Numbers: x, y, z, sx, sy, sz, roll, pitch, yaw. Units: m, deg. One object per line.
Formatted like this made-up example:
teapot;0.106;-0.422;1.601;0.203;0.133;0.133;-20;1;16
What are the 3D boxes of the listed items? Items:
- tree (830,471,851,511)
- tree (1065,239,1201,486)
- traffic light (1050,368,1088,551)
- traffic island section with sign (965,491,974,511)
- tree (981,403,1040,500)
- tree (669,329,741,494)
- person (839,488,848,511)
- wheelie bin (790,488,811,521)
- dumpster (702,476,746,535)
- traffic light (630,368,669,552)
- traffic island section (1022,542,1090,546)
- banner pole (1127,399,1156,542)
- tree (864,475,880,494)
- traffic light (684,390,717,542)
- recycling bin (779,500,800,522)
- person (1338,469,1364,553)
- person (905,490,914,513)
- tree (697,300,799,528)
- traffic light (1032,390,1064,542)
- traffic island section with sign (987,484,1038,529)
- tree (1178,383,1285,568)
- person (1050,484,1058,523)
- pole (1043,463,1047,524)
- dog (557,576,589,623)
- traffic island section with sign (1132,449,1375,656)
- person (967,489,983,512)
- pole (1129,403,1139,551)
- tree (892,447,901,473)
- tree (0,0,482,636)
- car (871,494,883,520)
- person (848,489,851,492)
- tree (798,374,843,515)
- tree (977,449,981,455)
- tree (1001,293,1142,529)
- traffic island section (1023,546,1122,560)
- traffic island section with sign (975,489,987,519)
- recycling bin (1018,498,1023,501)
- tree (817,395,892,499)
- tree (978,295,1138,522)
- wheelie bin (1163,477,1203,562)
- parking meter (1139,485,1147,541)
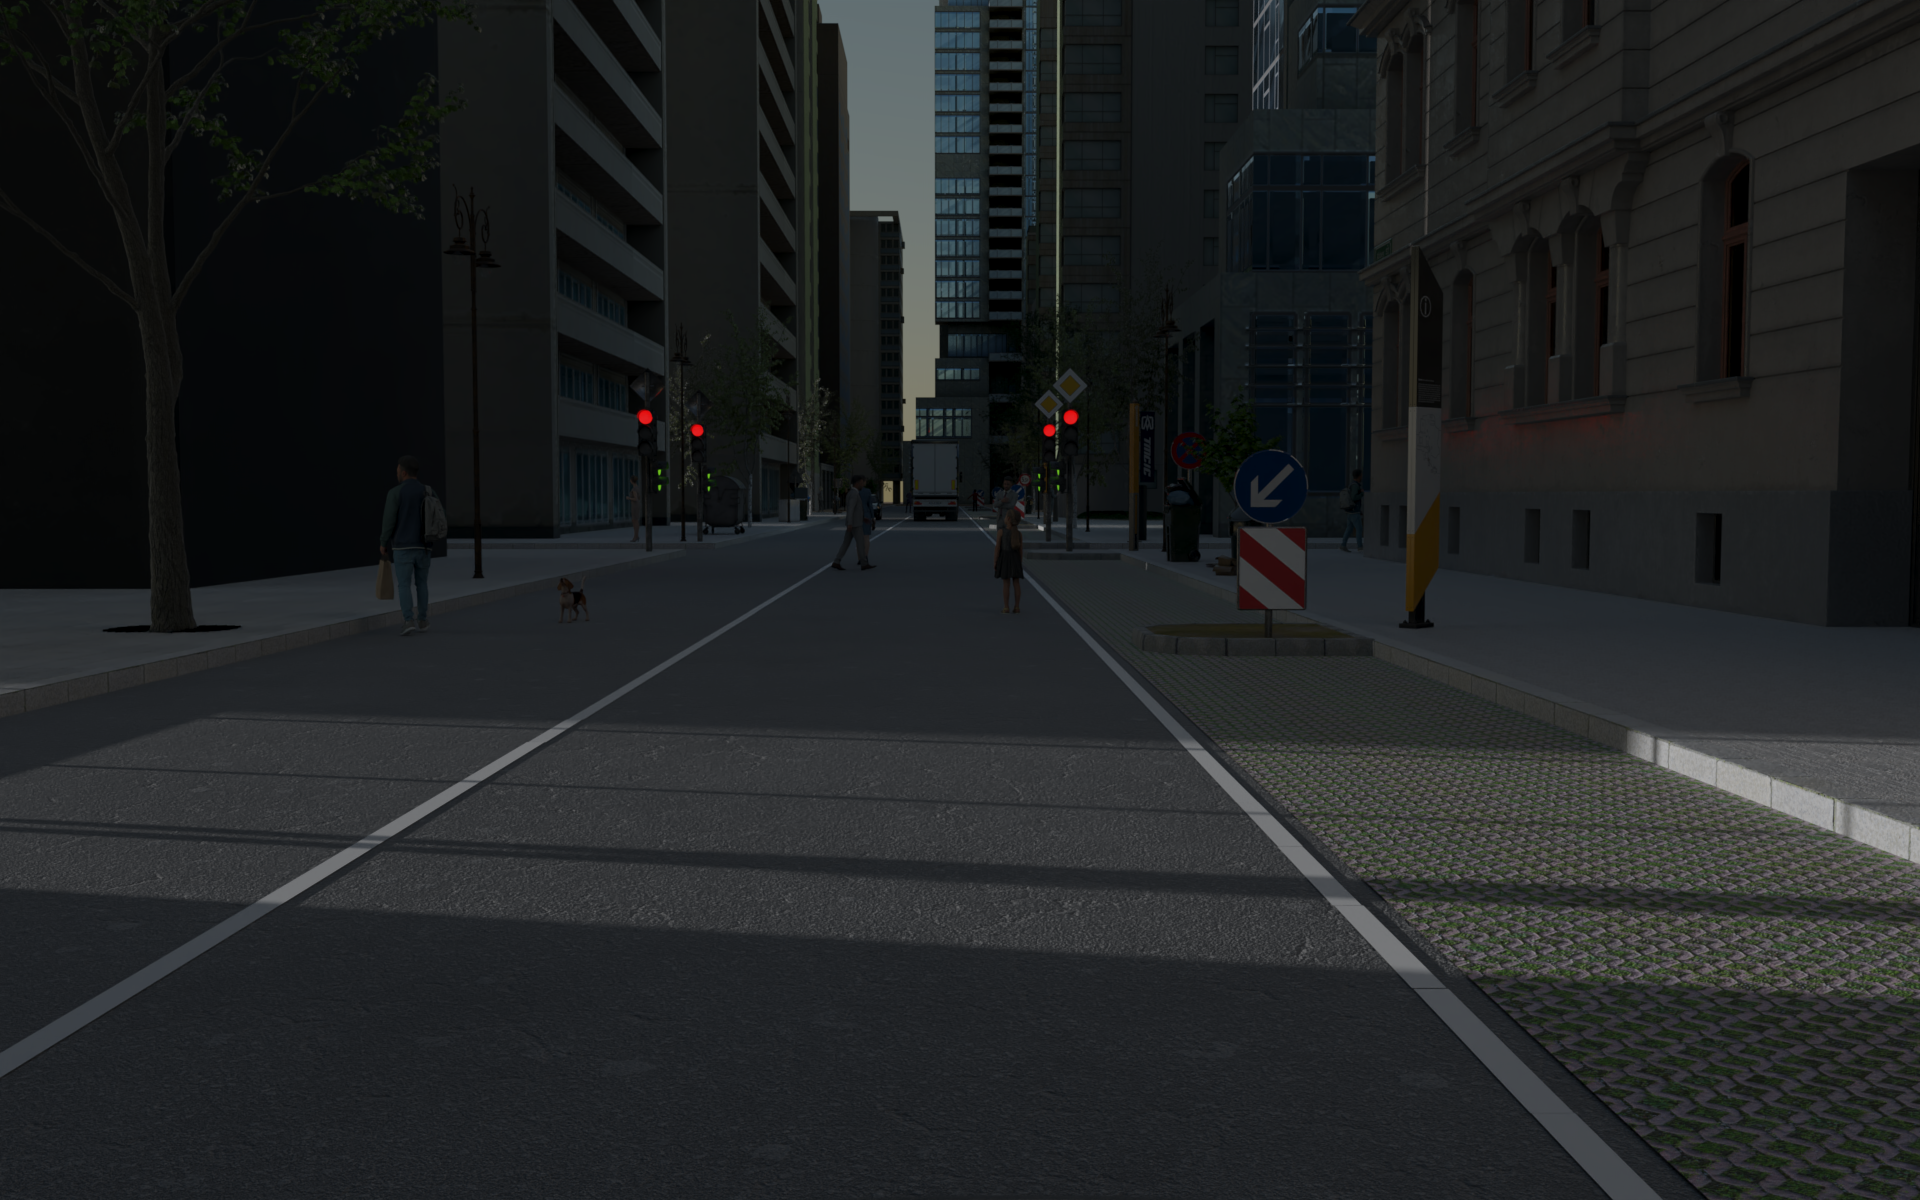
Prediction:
tree;-9.214;-8.562;134.597;1.663;3.219;1.824;0;3;0
tree;5.085;-6.143;50.801;4.360;8.622;3.978;0;3;0
traffic light;2.430;-3.043;38.671;0.839;4.253;0.868;0;4;0
traffic island section with sign;1.648;-8.577;148.861;1.989;1.847;2.006;0;4;0
tree;4.555;-10.936;129.172;4.360;8.622;3.978;0;3;0
tree;-11.818;-7.718;76.546;4.360;8.622;3.978;0;3;0
person;-8.655;-7.626;131.250;1.217;1.766;0.721;1;4;14
wheelie bin;-7.656;-4.599;83.109;0.980;1.594;0.693;0;4;-4
dumpster;-7.548;-3.031;55.316;1.264;1.857;1.865;0;4;-1
traffic light;-6.931;-3.038;38.586;0.839;4.253;0.868;0;4;0
traffic island section;2.410;-1.498;46.771;2.009;0.180;2.903;0;4;0
banner pole;4.845;-3.427;46.042;0.863;3.779;0.401;-2;4;-26
tree;-8.598;-10.676;169.157;1.663;3.219;1.824;0;3;0
traffic light;-6.991;-3.526;46.571;0.839;4.253;0.868;0;4;0
recycling bin;-7.858;-4.104;79.661;0.722;1.027;0.722;3;4;36
person;8.597;-1.934;37.654;0.713;1.824;0.794;1;4;20
person;-3.861;-7.523;131.955;0.683;1.767;0.568;0;4;7
tree;-8.112;-7.099;66.426;4.737;8.622;4.395;0;3;0
traffic light;2.370;-3.531;46.656;0.839;4.253;0.868;0;4;0
traffic island section with sign;2.234;-3.871;71.918;1.989;1.847;2.006;0;4;0
tree;4.934;-2.179;30.229;1.663;3.219;1.824;0;3;0
person;3.992;-4.270;76.039;0.590;1.801;0.661;-3;5;-43
pole;3.651;-4.869;73.451;0.158;3.312;0.155;0;3;0
dog;-4.330;-0.007;19.409;0.406;0.507;0.540;-2;4;-25
traffic island section with sign;2.648;-0.460;16.145;1.989;1.847;2.006;0;4;0
person;1.217;-8.093;140.784;1.348;1.831;0.705;-1;4;-13
pole;3.929;-2.767;39.078;0.158;3.312;0.155;0;3;0
tree;-9.029;-14.900;193.980;4.737;8.622;4.395;0;3;0
tree;-7.517;-5.516;15.938;9.928;11.665;9.643;0;3;0
car;-5.225;-5.254;95.691;2.009;1.686;4.222;0;4;0
person;-11.081;-10.269;173.883;0.705;1.831;1.348;0;4;5
tree;-9.305;-9.459;105.019;4.360;8.622;3.978;0;3;0
tree;3.863;-14.331;184.680;4.360;8.622;3.978;0;3;0
tree;4.485;-6.951;64.010;4.737;8.622;4.395;0;3;0
traffic island section;2.470;-1.009;38.786;2.009;0.180;2.903;0;4;0
traffic island section with sign;2.029;-5.525;98.954;1.989;1.847;2.006;0;4;0
recycling bin;3.711;-6.309;115.707;0.722;1.027;0.722;-2;4;-31
tree;-8.299;-10.889;128.402;4.737;8.622;4.395;0;3;0
tree;4.645;-8.928;80.382;8.767;10.594;7.601;2;4;33
wheelie bin;4.215;-1.525;32.838;0.693;1.594;0.980;0;4;-5
parking meter;4.973;-2.410;47.812;0.372;1.533;0.369;0;3;0
